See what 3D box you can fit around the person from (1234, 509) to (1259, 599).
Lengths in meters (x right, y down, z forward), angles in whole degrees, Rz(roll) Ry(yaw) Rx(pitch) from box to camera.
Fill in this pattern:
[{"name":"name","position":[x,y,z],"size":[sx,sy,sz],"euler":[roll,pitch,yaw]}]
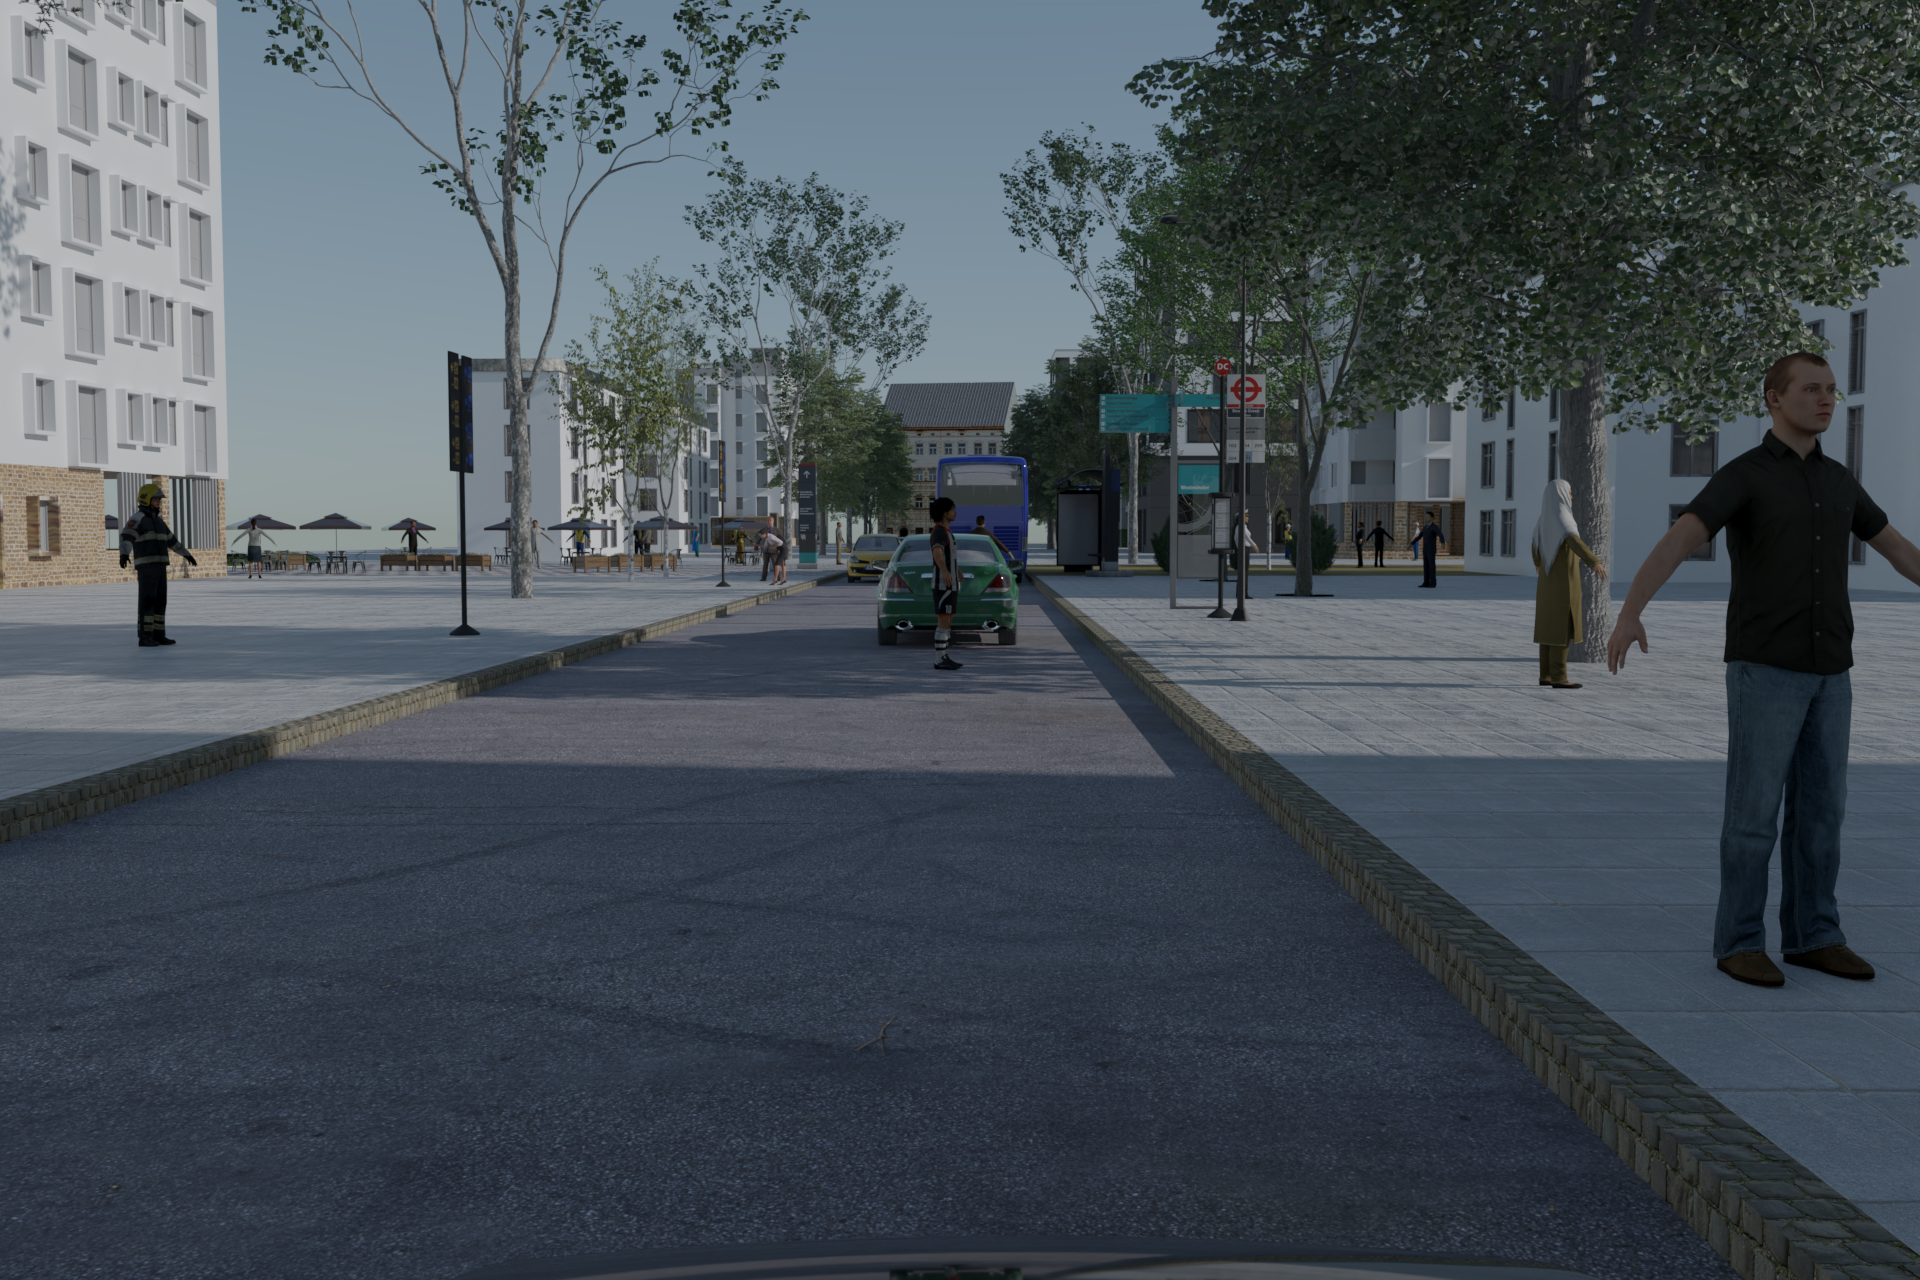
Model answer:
[{"name":"person","position":[5.672,-1.699,34.246],"size":[0.721,1.778,1.216],"euler":[0,4,-7]}]

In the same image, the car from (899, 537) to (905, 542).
[{"name":"car","position":[-1.906,-2.901,60.007],"size":[1.945,1.354,3.894],"euler":[0,4,0]}]

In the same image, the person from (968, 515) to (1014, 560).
[{"name":"person","position":[0.428,-1.613,34.962],"size":[1.346,1.812,0.704],"euler":[1,4,19]}]

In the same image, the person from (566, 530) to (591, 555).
[{"name":"person","position":[-16.875,-4.334,76.827],"size":[1.349,1.833,0.705],"euler":[2,4,25]}]

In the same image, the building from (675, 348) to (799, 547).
[{"name":"building","position":[-22.915,-19.598,176.847],"size":[16.016,20.090,11.380],"euler":[0,4,2]}]

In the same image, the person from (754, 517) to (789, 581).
[{"name":"person","position":[-5.140,-2.475,47.067],"size":[0.990,1.755,0.434],"euler":[1,4,12]}]

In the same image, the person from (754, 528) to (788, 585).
[{"name":"person","position":[-4.702,-2.092,43.438],"size":[0.628,1.438,0.799],"euler":[2,4,32]}]

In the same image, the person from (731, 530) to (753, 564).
[{"name":"person","position":[-9.405,-4.189,74.250],"size":[1.354,1.858,0.705],"euler":[3,5,43]}]

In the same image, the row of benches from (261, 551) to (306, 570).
[{"name":"row of benches","position":[-24.744,-2.919,63.195],"size":[1.422,0.672,4.104],"euler":[-3,4,-36]}]

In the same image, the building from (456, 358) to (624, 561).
[{"name":"building","position":[-23.257,-9.469,96.958],"size":[9.099,9.664,28.070],"euler":[0,4,1]}]

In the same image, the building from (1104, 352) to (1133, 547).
[{"name":"building","position":[24.078,-18.898,175.433],"size":[16.747,18.905,31.486],"euler":[0,4,1]}]

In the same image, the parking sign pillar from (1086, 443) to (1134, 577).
[{"name":"parking sign pillar","position":[4.522,-3.893,52.121],"size":[1.447,3.967,1.447],"euler":[0,4,0]}]

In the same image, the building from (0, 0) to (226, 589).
[{"name":"building","position":[-27.465,-11.186,39.314],"size":[16.016,20.090,11.380],"euler":[0,4,1]}]

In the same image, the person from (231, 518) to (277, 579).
[{"name":"person","position":[-20.360,-2.638,49.962],"size":[1.217,1.735,0.721],"euler":[-2,4,-25]}]

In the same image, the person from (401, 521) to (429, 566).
[{"name":"person","position":[-21.829,-3.852,69.200],"size":[0.704,1.802,1.346],"euler":[2,4,32]}]

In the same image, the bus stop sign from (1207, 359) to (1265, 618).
[{"name":"bus stop sign","position":[4.216,-2.309,26.450],"size":[0.855,3.939,0.416],"euler":[0,4,1]}]

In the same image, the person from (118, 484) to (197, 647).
[{"name":"person","position":[-9.231,-0.860,19.830],"size":[0.704,1.858,1.351],"euler":[1,4,9]}]

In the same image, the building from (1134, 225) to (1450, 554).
[{"name":"building","position":[26.655,-17.431,128.972],"size":[27.936,21.610,32.646],"euler":[0,4,1]}]

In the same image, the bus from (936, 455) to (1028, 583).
[{"name":"bus","position":[0.660,-3.773,53.242],"size":[2.896,3.916,12.251],"euler":[0,4,1]}]

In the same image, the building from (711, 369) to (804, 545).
[{"name":"building","position":[-23.716,-20.655,194.131],"size":[16.016,20.090,11.380],"euler":[0,4,0]}]

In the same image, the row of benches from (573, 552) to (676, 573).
[{"name":"row of benches","position":[-11.246,-2.639,58.606],"size":[1.422,0.672,4.104],"euler":[3,5,39]}]

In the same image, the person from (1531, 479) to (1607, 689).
[{"name":"person","position":[5.075,-0.471,14.477],"size":[0.721,1.736,1.217],"euler":[0,4,-5]}]

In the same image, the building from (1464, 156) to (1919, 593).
[{"name":"building","position":[21.748,-6.329,45.628],"size":[9.099,9.664,28.070],"euler":[0,4,0]}]

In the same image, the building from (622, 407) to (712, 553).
[{"name":"building","position":[-22.924,-11.401,128.549],"size":[9.099,9.664,28.070],"euler":[0,4,0]}]

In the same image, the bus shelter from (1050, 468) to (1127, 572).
[{"name":"bus shelter","position":[4.055,-3.782,55.752],"size":[2.014,3.302,5.546],"euler":[0,4,-1]}]

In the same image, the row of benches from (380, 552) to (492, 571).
[{"name":"row of benches","position":[-18.321,-2.741,60.284],"size":[4.104,0.672,1.422],"euler":[1,4,13]}]

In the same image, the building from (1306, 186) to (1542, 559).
[{"name":"building","position":[25.018,-14.886,99.809],"size":[16.016,20.090,11.380],"euler":[0,4,0]}]

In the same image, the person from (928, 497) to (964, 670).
[{"name":"person","position":[-0.135,-0.598,18.372],"size":[0.704,1.843,1.345],"euler":[0,4,5]}]

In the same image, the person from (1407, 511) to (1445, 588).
[{"name":"person","position":[11.189,-2.160,41.366],"size":[0.704,1.823,1.345],"euler":[-2,4,-23]}]

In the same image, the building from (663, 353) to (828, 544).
[{"name":"building","position":[-26.891,-23.694,218.332],"size":[19.493,23.208,18.063],"euler":[0,4,2]}]

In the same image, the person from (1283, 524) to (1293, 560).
[{"name":"person","position":[16.317,-4.850,85.761],"size":[0.721,1.772,1.216],"euler":[-1,4,-22]}]

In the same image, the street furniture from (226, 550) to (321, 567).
[{"name":"street furniture","position":[-29.545,-3.403,71.261],"size":[5.734,0.657,10.072],"euler":[-1,4,-14]}]

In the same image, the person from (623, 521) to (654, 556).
[{"name":"person","position":[-13.699,-4.163,73.848],"size":[1.354,1.856,0.705],"euler":[-2,4,-23]}]

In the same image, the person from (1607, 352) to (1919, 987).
[{"name":"person","position":[2.416,0.074,5.004],"size":[1.348,1.803,0.705],"euler":[-1,4,-15]}]

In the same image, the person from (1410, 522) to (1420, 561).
[{"name":"person","position":[21.851,-4.724,83.098],"size":[0.705,1.847,1.347],"euler":[2,4,25]}]

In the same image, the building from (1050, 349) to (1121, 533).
[{"name":"building","position":[24.582,-22.257,207.881],"size":[27.936,21.610,32.646],"euler":[0,4,0]}]

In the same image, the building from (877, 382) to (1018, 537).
[{"name":"building","position":[-1.128,-25.462,249.682],"size":[18.063,23.208,19.493],"euler":[1,4,10]}]

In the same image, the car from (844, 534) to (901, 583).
[{"name":"car","position":[-2.458,-2.569,52.228],"size":[2.015,1.641,3.980],"euler":[0,4,1]}]

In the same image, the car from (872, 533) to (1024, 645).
[{"name":"car","position":[-0.166,-0.730,23.738],"size":[2.131,1.459,4.920],"euler":[0,4,0]}]

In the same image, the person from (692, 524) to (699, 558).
[{"name":"person","position":[-14.015,-5.243,91.856],"size":[0.704,1.817,1.347],"euler":[-1,4,-18]}]
